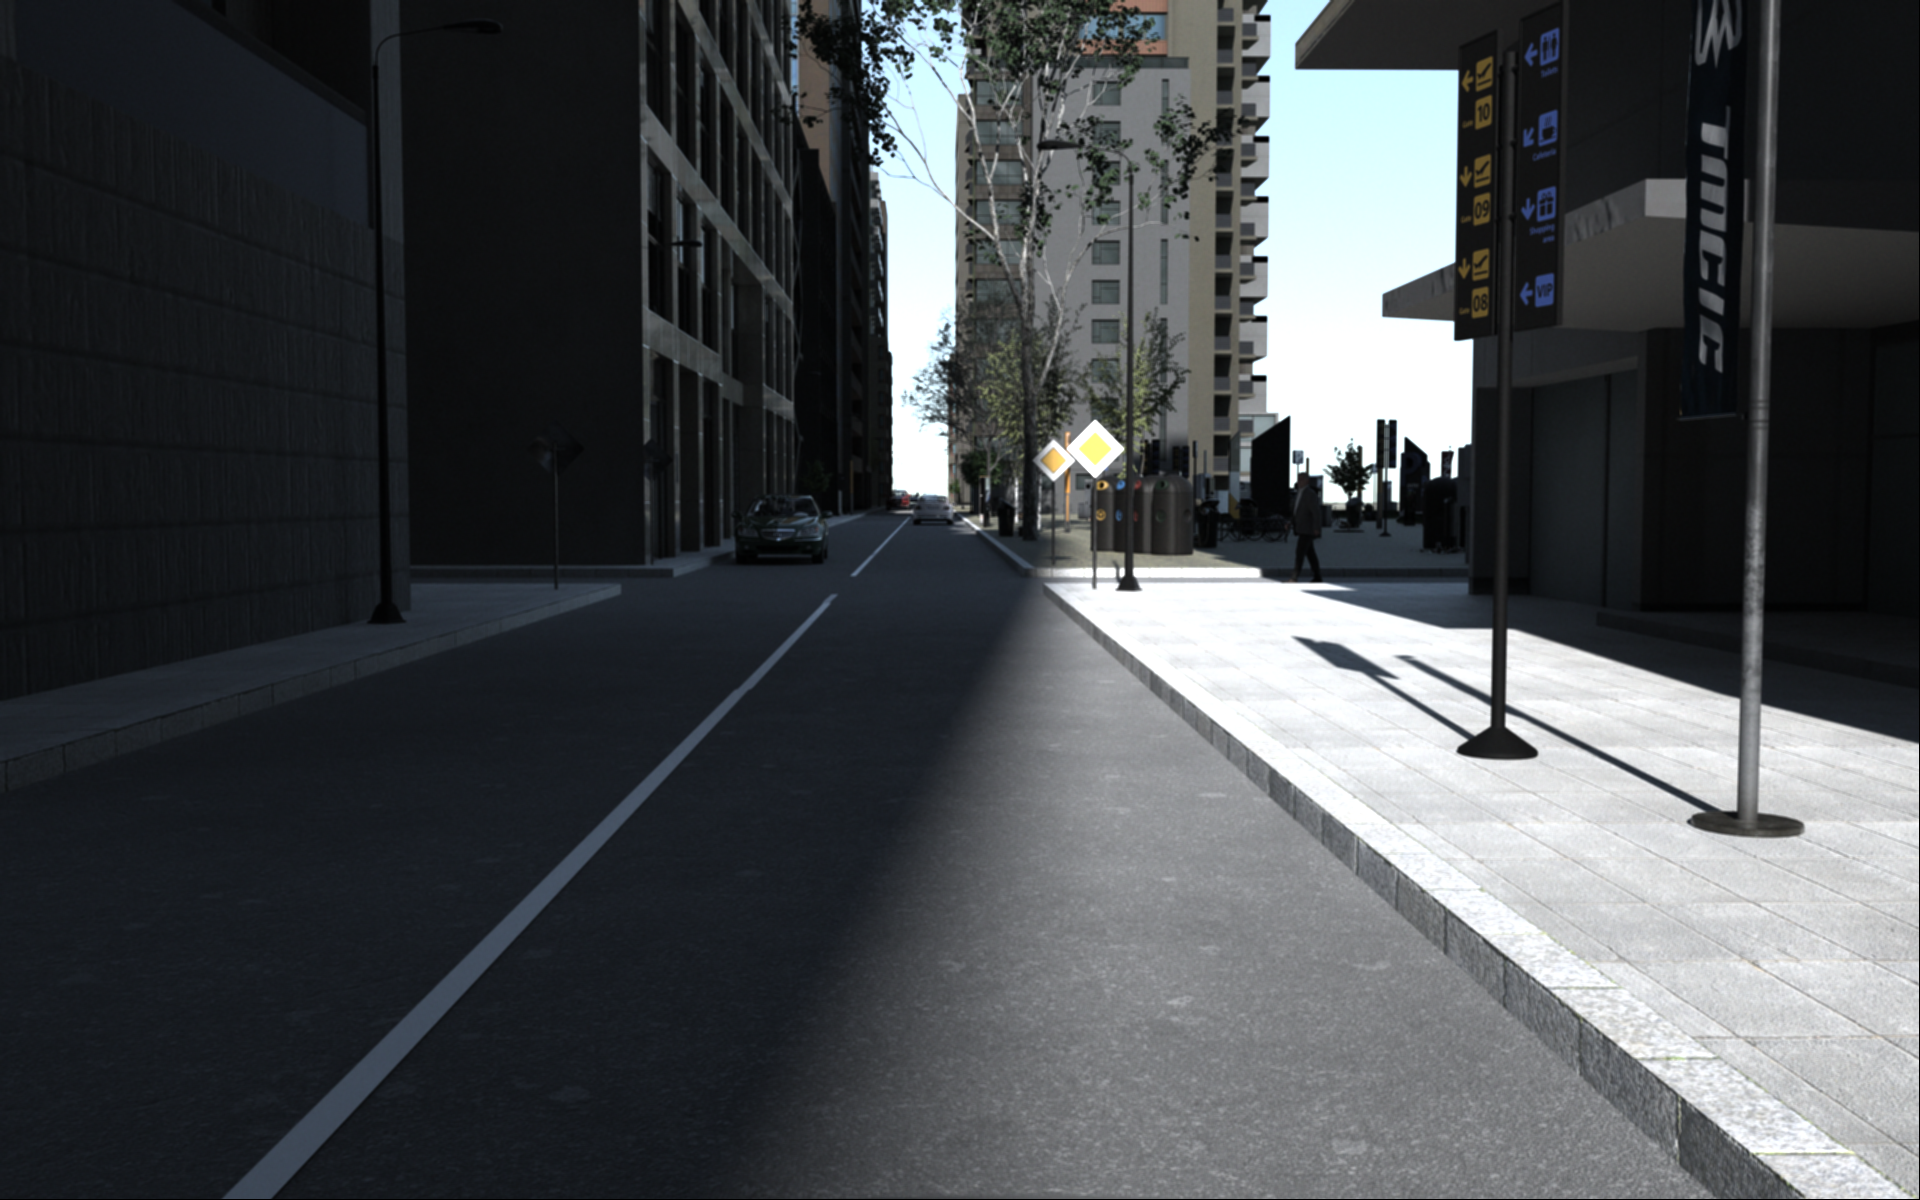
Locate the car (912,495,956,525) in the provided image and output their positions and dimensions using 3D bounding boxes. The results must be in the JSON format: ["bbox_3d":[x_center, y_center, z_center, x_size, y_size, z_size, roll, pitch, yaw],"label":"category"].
[{"bbox_3d":[-1.245,-4.253,81.891,2.083,1.381,4.827,0,4,0],"label":"car"}]

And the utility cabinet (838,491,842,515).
[{"bbox_3d":[-7.490,-5.880,104.819,0.318,1.500,1.173,-2,4,-26],"label":"utility cabinet"}]

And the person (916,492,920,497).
[{"bbox_3d":[-6.500,-15.634,264.133,1.348,1.822,0.705,-2,4,-35],"label":"person"}]

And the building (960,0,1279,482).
[{"bbox_3d":[14.621,-35.417,168.307,28.713,52.752,27.495,0,4,-1],"label":"building"}]

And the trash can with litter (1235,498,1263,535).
[{"bbox_3d":[9.117,-2.624,54.289,0.624,1.170,1.055,3,4,39],"label":"trash can with litter"}]

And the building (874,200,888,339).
[{"bbox_3d":[-17.694,-37.086,256.467,14.600,45.320,14.200,0,4,-1],"label":"building"}]

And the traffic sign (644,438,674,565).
[{"bbox_3d":[-5.557,-1.687,31.226,0.795,2.450,0.064,0,4,-1],"label":"traffic sign"}]

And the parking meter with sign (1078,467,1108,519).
[{"bbox_3d":[6.766,-5.656,88.742,0.543,3.016,1.738,-3,5,-41],"label":"parking meter with sign"}]

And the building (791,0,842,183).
[{"bbox_3d":[-15.016,-28.327,113.253,14.600,45.320,14.200,0,4,-1],"label":"building"}]

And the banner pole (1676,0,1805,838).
[{"bbox_3d":[3.012,-1.025,6.771,0.401,3.779,0.863,0,4,-3],"label":"banner pole"}]

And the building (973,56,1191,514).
[{"bbox_3d":[7.853,-21.199,118.310,14.160,30.474,14.107,0,4,-1],"label":"building"}]

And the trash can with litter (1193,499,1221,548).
[{"bbox_3d":[5.777,-1.851,41.651,0.624,1.170,1.055,-2,4,-30],"label":"trash can with litter"}]

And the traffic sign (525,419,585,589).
[{"bbox_3d":[-5.428,-1.199,23.242,0.795,2.450,0.064,0,4,-1],"label":"traffic sign"}]

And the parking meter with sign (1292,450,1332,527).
[{"bbox_3d":[13.917,-4.401,68.221,0.543,3.016,1.738,-3,4,-36],"label":"parking meter with sign"}]

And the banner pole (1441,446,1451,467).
[{"bbox_3d":[25.186,-6.096,89.692,0.401,3.779,0.863,-2,4,-28],"label":"banner pole"}]

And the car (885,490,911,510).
[{"bbox_3d":[-5.466,-8.835,153.117,2.281,1.827,5.304,0,4,0],"label":"car"}]

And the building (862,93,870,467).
[{"bbox_3d":[-16.172,-29.831,171.330,14.154,41.232,14.086,0,4,-1],"label":"building"}]

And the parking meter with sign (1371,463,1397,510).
[{"bbox_3d":[24.043,-6.223,98.012,0.543,3.016,1.738,-2,4,-30],"label":"parking meter with sign"}]

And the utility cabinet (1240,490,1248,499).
[{"bbox_3d":[15.729,-5.478,98.237,1.173,1.500,0.318,-1,4,-11],"label":"utility cabinet"}]

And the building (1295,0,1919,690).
[{"bbox_3d":[17.811,-25.651,8.636,28.713,52.752,27.495,0,4,-1],"label":"building"}]

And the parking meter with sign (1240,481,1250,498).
[{"bbox_3d":[17.139,-6.564,103.580,1.738,3.016,0.543,-2,4,-29],"label":"parking meter with sign"}]

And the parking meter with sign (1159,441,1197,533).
[{"bbox_3d":[6.888,-3.709,56.904,1.738,3.016,0.543,1,4,14],"label":"parking meter with sign"}]

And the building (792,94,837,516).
[{"bbox_3d":[-13.363,-16.230,95.040,12.332,23.373,15.834,0,4,-1],"label":"building"}]

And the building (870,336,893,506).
[{"bbox_3d":[-22.078,-21.967,204.206,27.650,21.520,28.899,0,4,-1],"label":"building"}]

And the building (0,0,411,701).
[{"bbox_3d":[-19.996,-28.786,12.653,28.212,58.520,21.231,0,4,-1],"label":"building"}]

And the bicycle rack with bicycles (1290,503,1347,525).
[{"bbox_3d":[14.901,-3.578,71.879,2.852,0.926,2.925,-1,4,-14],"label":"bicycle rack with bicycles"}]

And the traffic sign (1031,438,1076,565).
[{"bbox_3d":[1.687,-1.693,31.322,0.795,2.450,0.064,0,4,-1],"label":"traffic sign"}]

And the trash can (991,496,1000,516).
[{"bbox_3d":[2.006,-5.595,103.124,0.748,1.137,0.748,0,3,0],"label":"trash can"}]

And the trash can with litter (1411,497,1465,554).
[{"bbox_3d":[10.605,-1.653,38.083,1.678,1.210,2.233,2,4,26],"label":"trash can with litter"}]

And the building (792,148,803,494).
[{"bbox_3d":[-15.203,-12.588,73.272,16.820,18.784,16.811,0,4,-1],"label":"building"}]

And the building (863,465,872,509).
[{"bbox_3d":[-18.250,-43.681,152.443,20.563,71.187,20.611,0,4,-1],"label":"building"}]

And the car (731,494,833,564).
[{"bbox_3d":[-3.784,-1.551,37.163,2.131,1.459,4.920,0,4,-3],"label":"car"}]

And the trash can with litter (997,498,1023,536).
[{"bbox_3d":[1.650,-2.521,52.611,1.055,1.170,0.624,1,4,8],"label":"trash can with litter"}]

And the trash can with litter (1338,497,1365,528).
[{"bbox_3d":[14.690,-3.282,65.044,0.624,1.170,1.055,3,5,45],"label":"trash can with litter"}]

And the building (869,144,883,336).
[{"bbox_3d":[-21.742,-37.516,232.997,23.786,49.044,30.456,0,4,-1],"label":"building"}]

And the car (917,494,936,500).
[{"bbox_3d":[-2.415,-7.848,138.101,2.009,1.686,4.222,0,4,-1],"label":"car"}]

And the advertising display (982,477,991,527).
[{"bbox_3d":[1.023,-3.775,66.932,0.123,1.923,0.974,1,4,13],"label":"advertising display"}]

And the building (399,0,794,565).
[{"bbox_3d":[-15.564,-14.850,47.312,19.350,26.468,34.151,0,4,-1],"label":"building"}]

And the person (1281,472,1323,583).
[{"bbox_3d":[5.320,-1.110,27.042,0.834,1.777,0.661,-1,4,-22],"label":"person"}]

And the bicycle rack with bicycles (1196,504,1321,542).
[{"bbox_3d":[8.127,-2.071,47.243,2.925,0.926,2.852,2,4,26],"label":"bicycle rack with bicycles"}]

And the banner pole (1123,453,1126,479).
[{"bbox_3d":[9.198,-6.508,96.425,0.401,3.779,0.863,1,4,21],"label":"banner pole"}]

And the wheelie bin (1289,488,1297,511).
[{"bbox_3d":[16.689,-4.864,87.431,0.980,1.594,0.693,-2,4,-25],"label":"wheelie bin"}]

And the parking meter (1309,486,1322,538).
[{"bbox_3d":[10.431,-2.595,50.845,0.372,1.533,0.369,0,3,0],"label":"parking meter"}]

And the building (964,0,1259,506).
[{"bbox_3d":[11.503,-29.649,139.382,22.147,44.769,28.867,0,4,-1],"label":"building"}]

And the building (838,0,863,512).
[{"bbox_3d":[-18.505,-31.068,131.661,21.300,48.544,21.600,0,4,-1],"label":"building"}]

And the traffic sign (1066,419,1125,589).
[{"bbox_3d":[1.815,-1.205,23.338,0.795,2.450,0.064,0,4,-1],"label":"traffic sign"}]

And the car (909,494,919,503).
[{"bbox_3d":[-7.118,-15.209,260.668,2.014,1.417,4.499,0,4,-2],"label":"car"}]

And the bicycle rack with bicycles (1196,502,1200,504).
[{"bbox_3d":[13.288,-5.087,96.546,2.925,0.926,2.852,0,4,-7],"label":"bicycle rack with bicycles"}]
